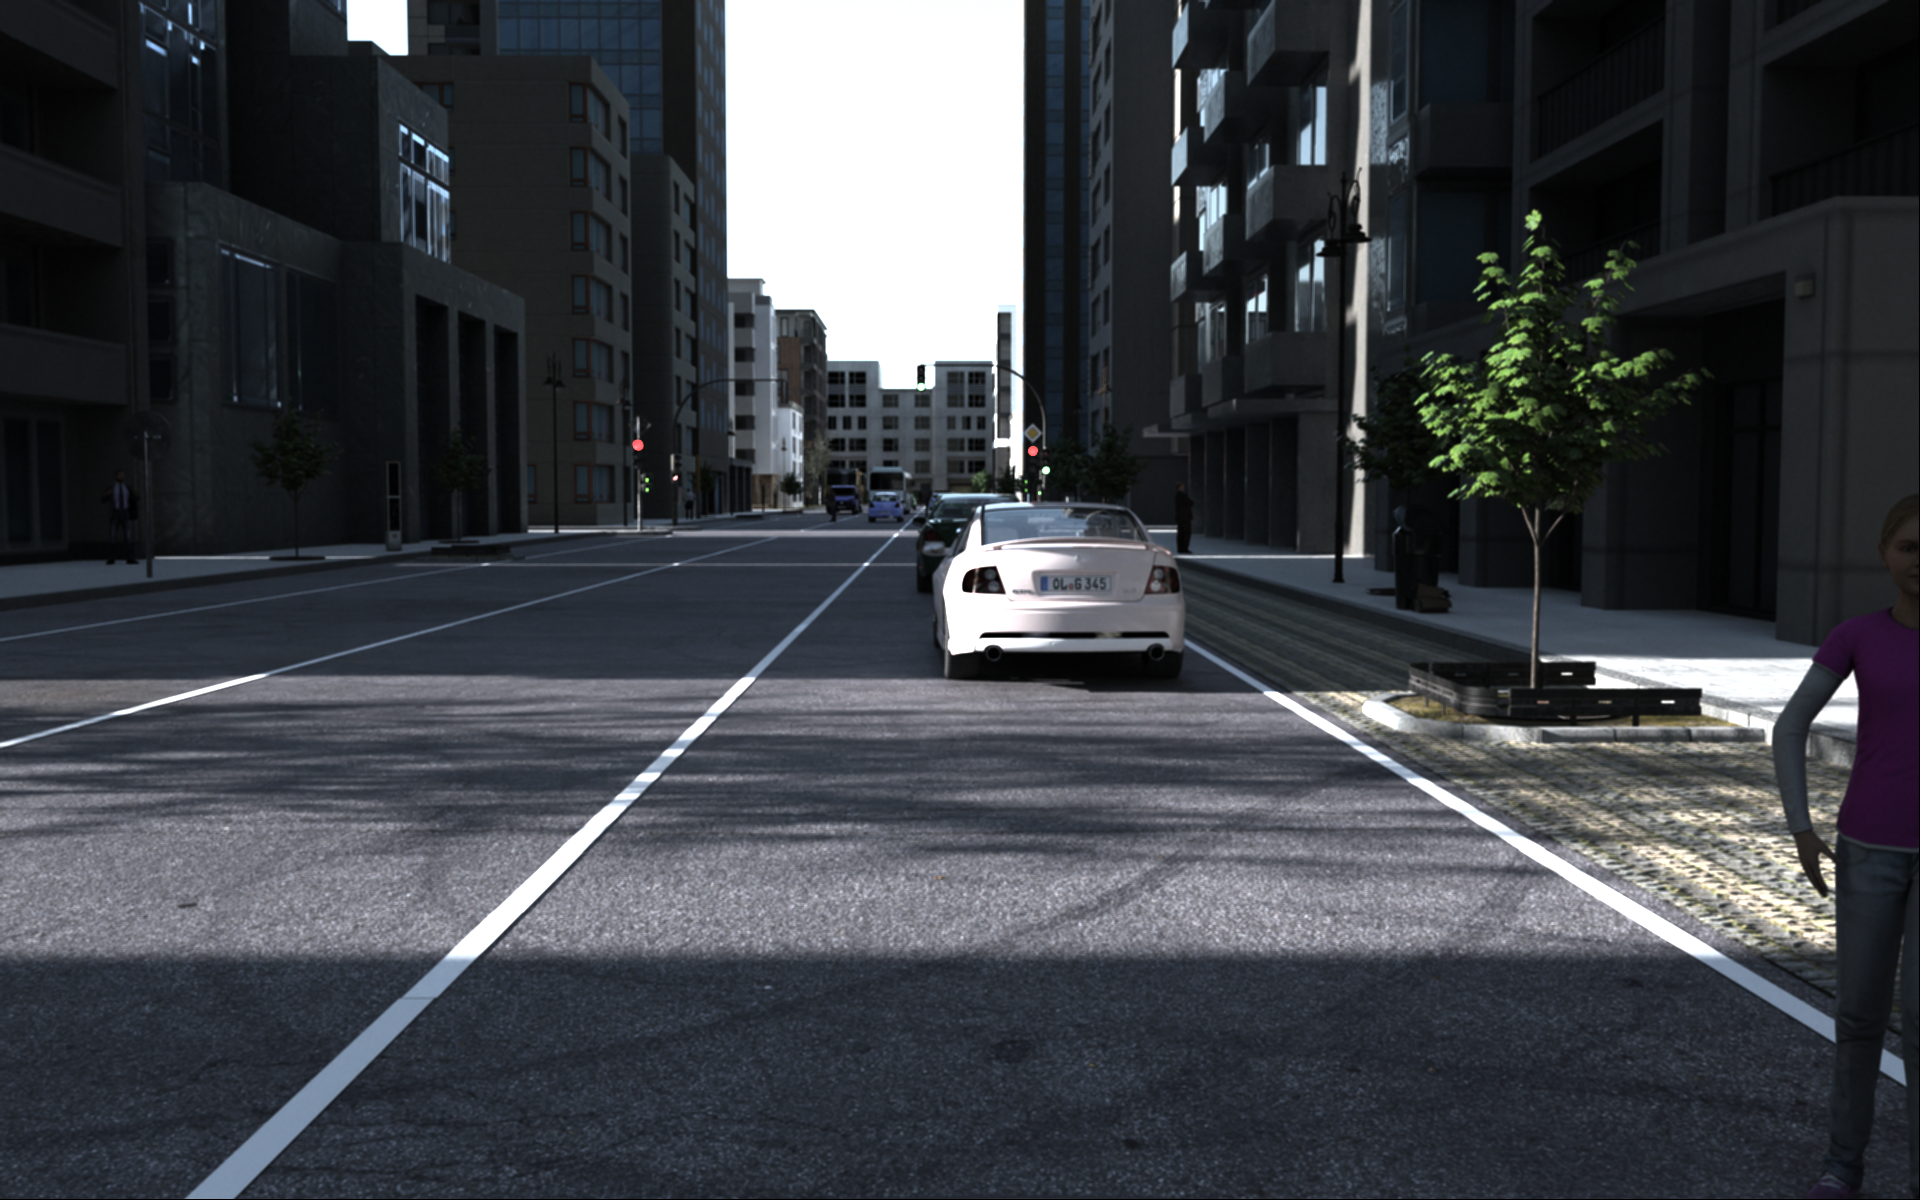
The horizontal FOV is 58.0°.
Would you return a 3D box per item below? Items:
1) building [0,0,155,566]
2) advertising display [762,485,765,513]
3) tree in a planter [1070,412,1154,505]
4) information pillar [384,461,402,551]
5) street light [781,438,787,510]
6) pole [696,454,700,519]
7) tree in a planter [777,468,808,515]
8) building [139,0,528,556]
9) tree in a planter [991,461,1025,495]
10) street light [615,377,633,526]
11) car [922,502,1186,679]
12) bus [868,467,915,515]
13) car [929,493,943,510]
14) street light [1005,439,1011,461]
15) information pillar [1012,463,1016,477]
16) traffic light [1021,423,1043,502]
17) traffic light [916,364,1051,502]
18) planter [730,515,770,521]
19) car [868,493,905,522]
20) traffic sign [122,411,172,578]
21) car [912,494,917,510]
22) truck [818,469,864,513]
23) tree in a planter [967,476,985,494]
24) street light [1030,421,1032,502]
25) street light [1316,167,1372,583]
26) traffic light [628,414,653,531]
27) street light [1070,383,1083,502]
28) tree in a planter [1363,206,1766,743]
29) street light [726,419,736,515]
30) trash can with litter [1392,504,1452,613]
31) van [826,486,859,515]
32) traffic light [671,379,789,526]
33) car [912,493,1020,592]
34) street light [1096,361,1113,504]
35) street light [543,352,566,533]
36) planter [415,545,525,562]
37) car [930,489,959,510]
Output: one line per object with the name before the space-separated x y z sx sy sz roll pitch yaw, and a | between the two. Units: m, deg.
building | -26.565 -24.386 22.413 21.300 48.544 21.600 0 4 -1
advertising display | -13.607 -7.011 119.836 0.123 1.923 0.974 0 4 -3
tree in a planter | 3.278 -2.478 37.742 1.991 3.239 1.994 0 4 -1
information pillar | -12.763 -2.109 38.975 0.304 2.012 0.304 -2 4 -29
street light | -14.129 -10.172 139.103 0.468 5.910 1.993 0 4 -1
pole | -13.485 -5.830 89.158 0.158 3.312 0.155 0 3 0
tree in a planter | -11.623 -7.527 120.282 1.991 3.239 1.994 0 4 -1
building | -29.723 -44.706 43.619 31.000 86.520 22.319 0 4 -1
tree in a planter | 2.584 -5.879 93.339 1.991 3.239 1.994 0 4 -1
street light | -13.298 -5.865 68.685 0.468 5.910 1.993 0 4 -1
car | 0.732 -0.149 14.800 2.083 1.381 4.827 0 4 -3
bus | -4.921 -7.904 124.094 2.948 3.499 13.247 0 4 0
car | -1.869 -8.796 153.413 1.945 1.707 3.694 0 4 -2
street light | 3.969 -10.414 143.062 0.468 5.910 1.993 0 4 -1
information pillar | 3.990 -8.390 128.526 0.183 3.616 0.504 2 4 26
traffic light | 2.859 -4.877 68.658 0.839 4.253 0.868 0 4 -1
traffic light | 0.868 -5.250 60.506 4.771 5.953 1.251 0 4 -1
planter | -11.287 -4.410 93.247 1.991 0.319 1.994 0 4 -1
car | -3.778 -4.844 88.798 1.945 1.707 3.694 0 4 0
traffic sign | -12.448 -1.616 26.527 0.768 2.556 0.104 0 4 1
car | -4.777 -8.848 153.455 1.959 1.807 4.718 0 4 -1
truck | -8.973 -8.460 134.237 3.469 3.379 9.791 0 4 0
tree in a planter | 1.632 -10.616 170.785 1.991 3.239 1.994 0 4 -1
street light | 4.422 -8.261 107.853 0.468 5.910 1.993 0 4 -1
street light | 5.496 -3.191 24.967 0.468 5.910 1.993 0 4 -1
traffic light | -11.162 -4.377 60.482 0.839 4.253 0.868 0 4 -1
street light | 4.855 -6.094 72.424 0.468 5.910 1.993 0 4 -1
tree in a planter | 3.618 -0.830 10.800 1.991 3.239 1.994 0 4 -1
street light | -13.713 -8.019 103.894 0.468 5.910 1.993 0 4 -1
trash can with litter | 5.154 -0.469 19.050 0.624 1.170 1.055 0 4 -5
van | -8.190 -7.200 122.109 2.240 2.365 5.245 0 4 0
traffic light | -9.171 -5.741 68.527 4.771 5.953 1.251 0 4 -1
car | 0.299 -0.916 26.775 2.131 1.459 4.920 0 4 1
street light | 5.029 -5.355 60.335 0.468 5.910 1.993 0 4 -1
street light | -13.204 -5.121 56.509 0.468 5.910 1.993 0 4 -1
planter | -10.585 -1.013 37.703 1.991 0.319 1.994 0 4 -1
car | -0.418 -4.379 80.390 1.959 1.807 4.718 0 4 -1
